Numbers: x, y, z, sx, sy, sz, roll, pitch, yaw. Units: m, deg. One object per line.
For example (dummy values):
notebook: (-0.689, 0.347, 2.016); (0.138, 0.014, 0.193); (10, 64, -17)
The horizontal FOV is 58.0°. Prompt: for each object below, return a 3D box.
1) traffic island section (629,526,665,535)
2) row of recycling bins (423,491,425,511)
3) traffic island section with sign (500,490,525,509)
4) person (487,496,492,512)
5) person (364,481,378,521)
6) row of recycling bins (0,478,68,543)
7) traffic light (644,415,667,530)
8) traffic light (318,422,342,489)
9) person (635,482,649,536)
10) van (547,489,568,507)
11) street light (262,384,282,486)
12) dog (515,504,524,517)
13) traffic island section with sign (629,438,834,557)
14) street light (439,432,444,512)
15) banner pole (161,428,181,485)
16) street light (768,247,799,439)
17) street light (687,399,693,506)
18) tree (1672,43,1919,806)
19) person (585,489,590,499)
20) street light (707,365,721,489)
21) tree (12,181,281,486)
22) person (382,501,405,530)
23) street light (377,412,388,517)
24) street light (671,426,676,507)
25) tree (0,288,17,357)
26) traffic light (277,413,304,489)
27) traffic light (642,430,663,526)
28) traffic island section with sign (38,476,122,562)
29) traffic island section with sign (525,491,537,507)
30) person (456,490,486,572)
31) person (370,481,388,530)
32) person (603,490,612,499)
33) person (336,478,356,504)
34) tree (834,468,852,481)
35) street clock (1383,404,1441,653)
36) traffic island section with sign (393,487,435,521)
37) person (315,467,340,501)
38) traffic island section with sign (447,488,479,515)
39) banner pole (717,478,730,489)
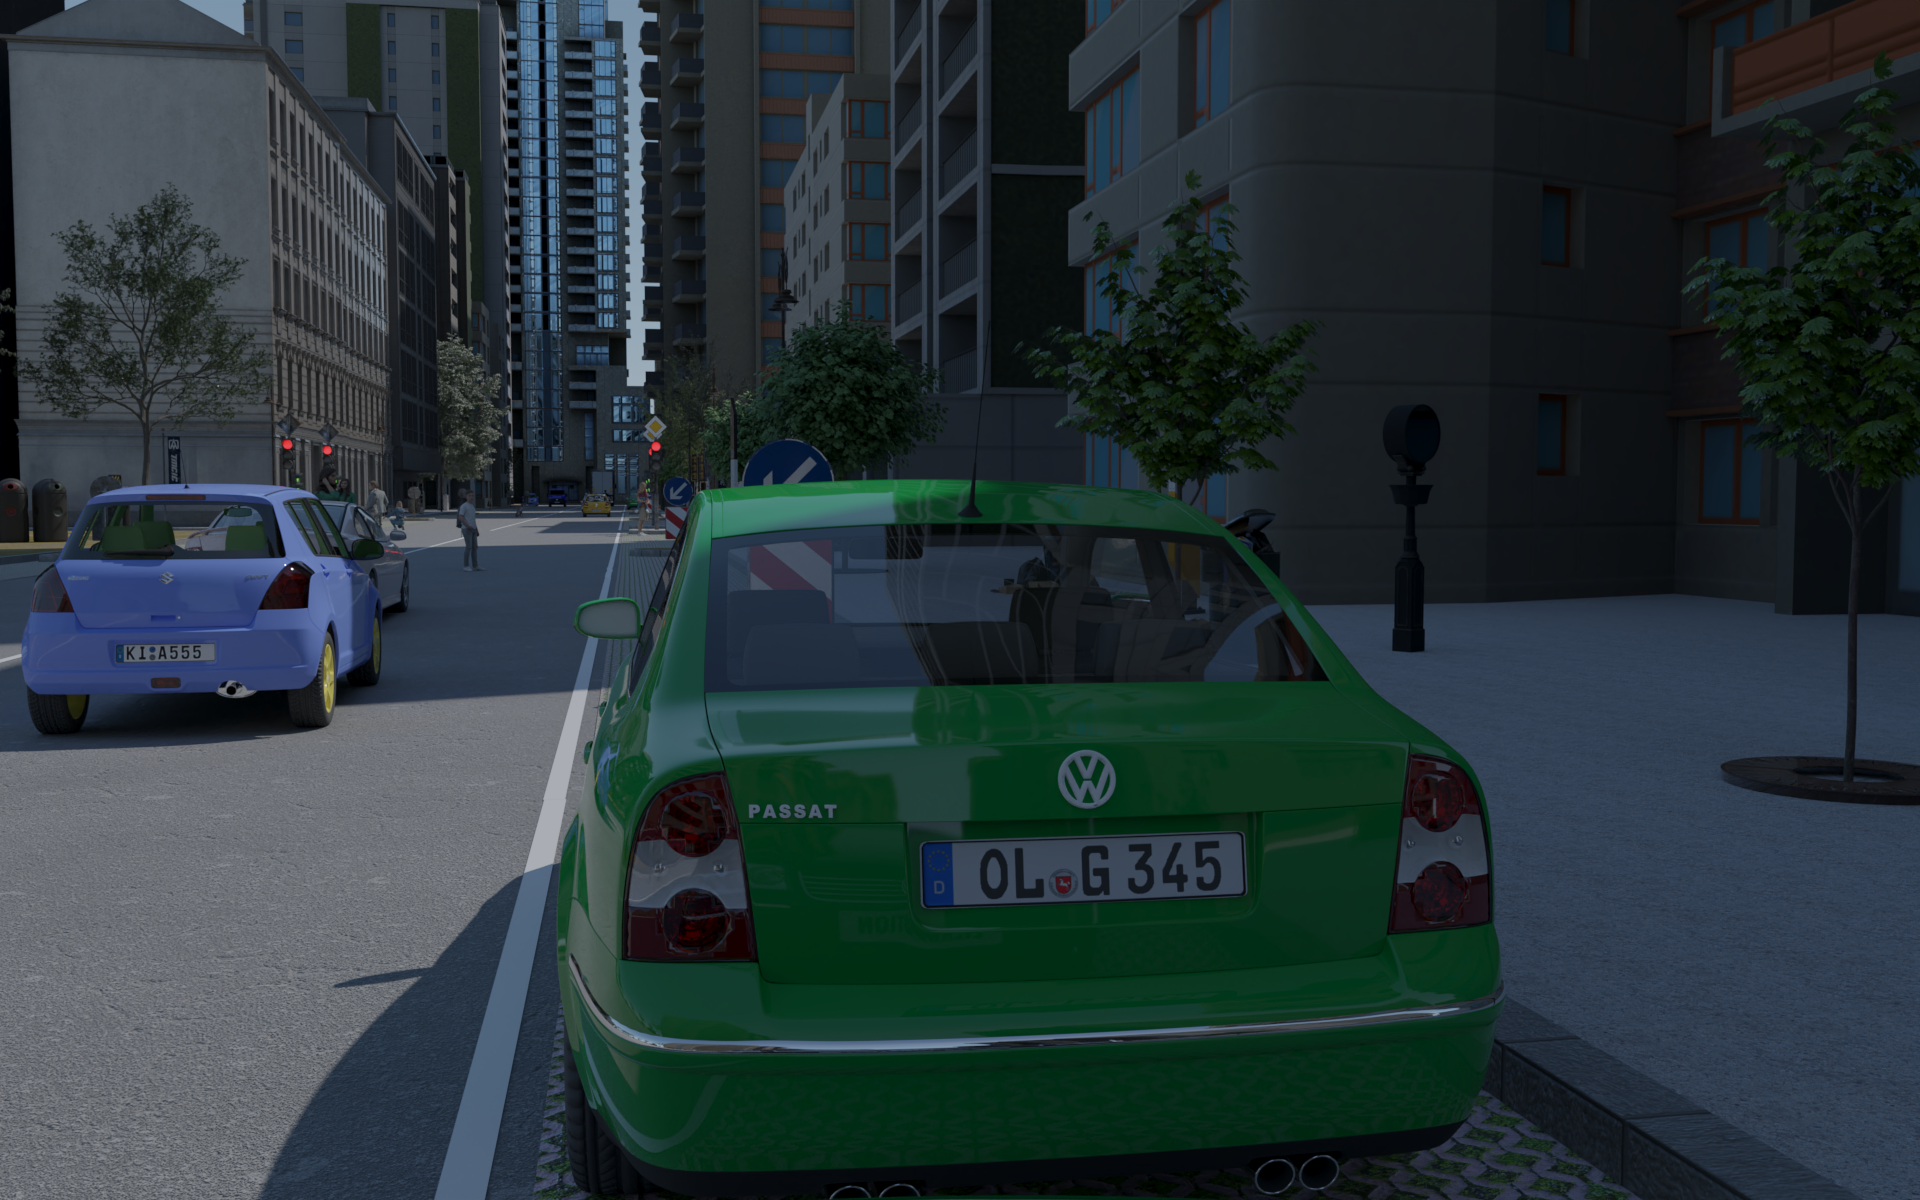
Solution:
traffic island section: (-10.868, -2.442, 62.201); (2.009, 0.180, 2.903); (-1, 4, -11)
row of recycling bins: (-41.740, -7.460, 129.078); (3.534, 1.692, 1.069); (-1, 4, -18)
traffic island section with sign: (-43.522, -9.746, 167.982); (1.989, 1.847, 2.006); (-1, 4, -11)
person: (-38.599, -7.879, 141.998); (0.373, 1.253, 0.362); (-2, 4, -24)
person: (-16.026, -2.333, 46.921); (0.573, 1.790, 0.520); (-2, 4, -29)
row of recycling bins: (-25.485, -2.352, 45.571); (3.534, 1.692, 1.069); (-2, 4, -35)
traffic light: (-10.909, -4.475, 62.079); (0.839, 4.253, 0.868); (-1, 4, -11)
traffic light: (-24.599, -4.811, 67.580); (0.839, 4.253, 0.868); (-1, 4, -11)
person: (-10.858, -3.104, 59.231); (0.573, 1.828, 0.580); (-2, 4, -35)
van: (-44.685, -11.492, 192.277); (2.240, 2.365, 5.245); (-1, 4, -12)
street light: (-26.901, -5.813, 67.824); (0.468, 5.910, 1.993); (-1, 4, -11)
dog: (-27.665, -5.594, 108.297); (0.800, 0.831, 0.513); (0, 4, -8)
traffic island section with sign: (-1.468, -0.275, 13.128); (1.989, 1.847, 2.006); (-1, 4, -11)
street light: (-38.001, -9.418, 126.764); (0.468, 5.910, 1.993); (-1, 4, -11)
banner pole: (-30.012, -4.637, 65.833); (0.401, 3.779, 0.863); (3, 5, 44)
street light: (-3.323, -3.661, 32.642); (0.468, 5.910, 1.993); (-1, 4, -11)
street light: (-13.198, -6.841, 84.636); (0.468, 5.910, 1.993); (-1, 4, -11)
tree: (4.046, -0.788, 7.491); (1.663, 3.219, 1.824); (0, 3, 0)
person: (-27.384, -7.240, 127.138); (0.793, 1.790, 0.793); (2, 4, 32)
street light: (-8.794, -5.456, 61.994); (0.468, 5.910, 1.993); (-1, 4, -11)
tree: (-23.762, -7.127, 50.933); (7.601, 10.594, 8.767); (-3, 5, -40)
person: (-22.480, -3.359, 68.926); (1.012, 1.151, 0.738); (-3, 5, -40)
street light: (-32.477, -7.623, 97.422); (0.468, 5.910, 1.993); (-1, 4, -11)
street light: (-18.875, -8.664, 114.443); (0.468, 5.910, 1.993); (-1, 4, -11)
tree: (-23.991, -5.462, 39.671); (4.360, 8.622, 3.978); (0, 3, 0)
traffic light: (-23.097, -4.331, 59.737); (0.839, 4.253, 0.868); (-1, 4, -11)
traffic light: (-12.412, -4.954, 69.922); (0.839, 4.253, 0.868); (-1, 4, -11)
traffic island section with sign: (-18.500, -1.756, 37.332); (1.989, 1.847, 2.006); (-1, 4, -11)
traffic island section with sign: (-48.600, -11.366, 194.457); (1.989, 1.847, 2.006); (-1, 4, -11)
person: (-9.079, -1.286, 32.128); (0.523, 1.515, 0.503); (-1, 4, -15)
person: (-17.304, -2.620, 51.438); (0.391, 1.810, 0.635); (1, 4, 18)
person: (-37.066, -10.575, 181.035); (1.348, 1.869, 0.705); (-1, 4, -15)
person: (-14.163, -1.907, 39.934); (0.600, 1.795, 0.529); (-1, 4, -15)
tree: (-3.294, -2.887, 41.796); (1.663, 3.219, 1.824); (0, 3, 0)
street clock: (3.661, -0.582, 14.079); (0.471, 2.002, 0.358); (-3, 4, -39)
traffic island section with sign: (-28.973, -5.101, 92.021); (1.989, 1.847, 2.006); (-1, 4, -11)
person: (-8.535, -0.896, 23.398); (0.529, 1.795, 0.600); (0, 4, -1)
traffic island section with sign: (-34.172, -6.760, 119.151); (1.989, 1.847, 2.006); (-1, 4, -11)
banner pole: (-13.020, -6.485, 96.040); (0.863, 3.779, 0.401); (-1, 4, -16)
